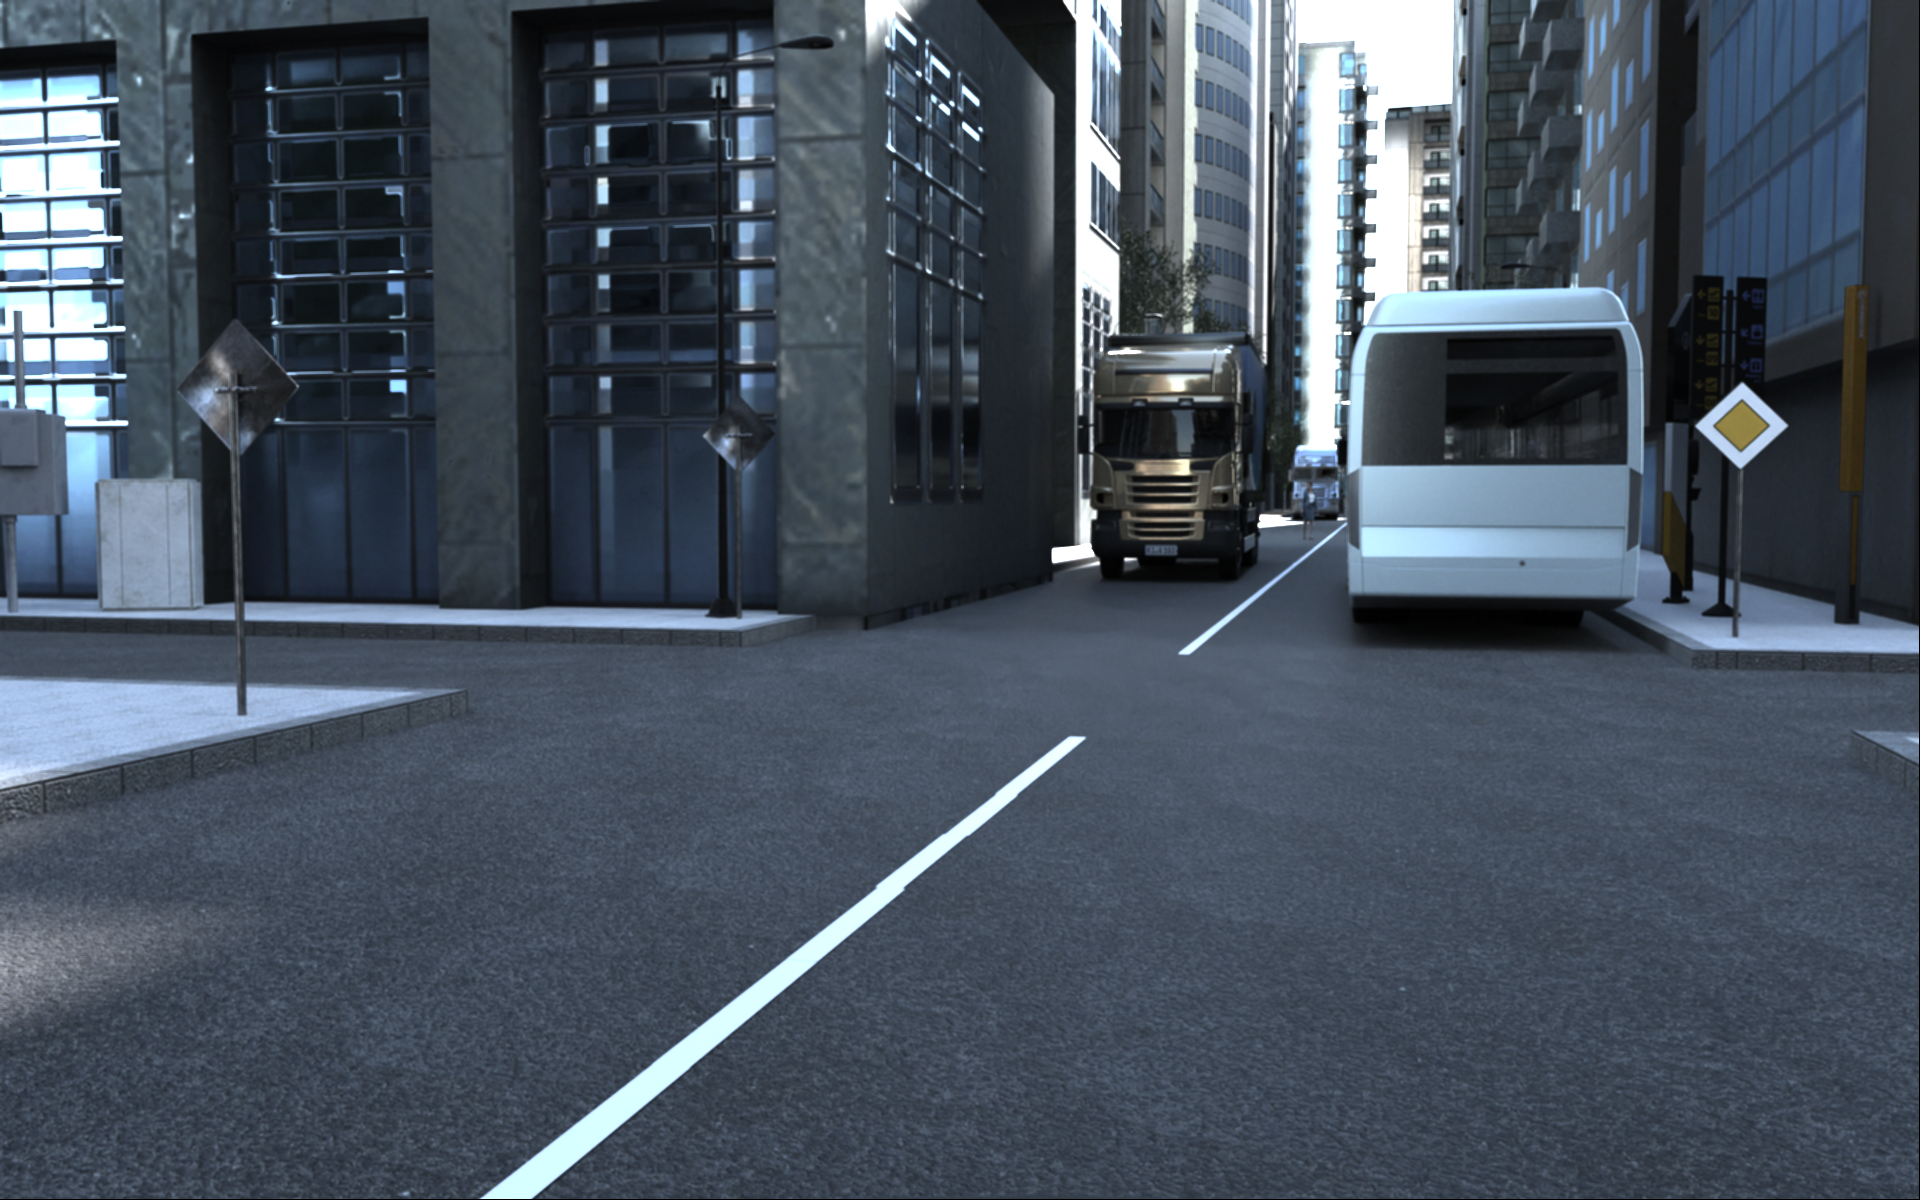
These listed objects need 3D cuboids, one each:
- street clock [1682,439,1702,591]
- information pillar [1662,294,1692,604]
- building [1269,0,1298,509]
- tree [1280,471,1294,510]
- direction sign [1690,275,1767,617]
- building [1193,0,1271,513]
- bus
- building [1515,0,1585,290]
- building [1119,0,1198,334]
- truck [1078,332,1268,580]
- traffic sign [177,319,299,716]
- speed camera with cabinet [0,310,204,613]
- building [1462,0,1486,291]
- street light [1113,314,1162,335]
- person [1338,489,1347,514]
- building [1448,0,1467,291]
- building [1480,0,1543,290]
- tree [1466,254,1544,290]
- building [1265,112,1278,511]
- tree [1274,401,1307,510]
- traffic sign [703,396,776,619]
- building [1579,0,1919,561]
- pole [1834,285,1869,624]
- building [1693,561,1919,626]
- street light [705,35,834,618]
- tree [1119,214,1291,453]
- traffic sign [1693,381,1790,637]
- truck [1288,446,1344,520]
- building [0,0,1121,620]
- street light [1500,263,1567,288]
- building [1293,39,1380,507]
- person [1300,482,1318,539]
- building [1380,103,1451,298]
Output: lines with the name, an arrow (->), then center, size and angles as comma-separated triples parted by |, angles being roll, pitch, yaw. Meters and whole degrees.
street clock -> 9.647, -1.127, 22.998 | 0.358, 2.002, 0.471 | 1, 4, 17
information pillar -> 8.387, -1.768, 20.256 | 0.183, 3.616, 0.504 | 3, 5, 44
building -> 19.389, -43.868, 155.493 | 20.611, 71.187, 20.563 | 1, 4, 14
tree -> 26.596, -8.936, 140.704 | 1.663, 3.219, 1.824 | 0, 3, 0
direction sign -> 8.015, -1.598, 18.127 | 0.876, 3.537, 0.379 | -1, 4, -15
building -> 7.466, -34.509, 106.219 | 21.231, 58.520, 28.212 | 1, 4, 14
bus -> 6.270, -1.666, 22.097 | 2.948, 3.499, 13.247 | 1, 4, 13
building -> 34.322, -27.438, 68.214 | 23.786, 49.044, 30.456 | 1, 4, 14
building -> 2.247, -23.807, 72.845 | 14.154, 41.232, 14.086 | 1, 4, 14
truck -> 4.283, -2.667, 32.511 | 2.839, 4.237, 11.283 | 1, 4, 12
traffic sign -> -4.162, -0.388, 9.985 | 0.795, 2.450, 0.064 | 1, 4, 14
speed camera with cabinet -> -9.488, -1.510, 19.025 | 2.038, 3.252, 0.660 | -1, 4, -13
building -> 44.993, -35.149, 116.691 | 21.231, 58.520, 28.212 | 1, 4, 14
street light -> 4.542, -4.435, 45.049 | 1.470, 5.913, 1.316 | 1, 4, 14
person -> 27.970, -7.253, 127.163 | 0.705, 1.814, 1.350 | -3, 5, -43
building -> 54.796, -33.878, 143.139 | 28.713, 52.752, 27.495 | 1, 4, 14
building -> 36.505, -19.926, 97.497 | 14.160, 30.474, 14.107 | 1, 4, 14
tree -> 17.123, -6.290, 53.196 | 4.360, 8.622, 3.978 | 0, 3, 0
building -> 15.673, -21.735, 127.076 | 14.160, 30.474, 14.107 | 1, 4, 14
tree -> 25.549, -11.395, 136.678 | 4.737, 8.622, 4.395 | 0, 3, 0
traffic sign -> -2.266, -0.862, 17.743 | 0.795, 2.450, 0.064 | 1, 4, 14
building -> 22.703, -23.846, 39.998 | 14.600, 45.320, 14.200 | 1, 4, 14
pole -> 8.777, -1.419, 17.043 | 0.158, 3.312, 0.155 | 0, 3, 0
building -> 17.243, -22.599, 19.605 | 14.200, 45.320, 14.600 | 1, 4, 14
street light -> -1.955, -2.769, 17.813 | 1.470, 5.913, 1.316 | 1, 4, 14
tree -> 6.166, -7.591, 58.529 | 7.601, 10.594, 8.767 | -1, 4, -9
traffic sign -> 6.953, -0.724, 15.476 | 0.795, 2.450, 0.064 | 1, 4, 14
truck -> 21.071, -6.890, 102.410 | 2.967, 4.110, 18.799 | 1, 4, 12
building -> -8.137, -44.071, 33.232 | 22.319, 86.520, 31.000 | 1, 4, 14
street light -> 11.540, -3.809, 34.818 | 1.470, 5.913, 1.316 | 1, 4, 14
building -> 29.084, -34.632, 185.834 | 30.456, 49.044, 23.786 | 1, 4, 14
person -> 11.127, -2.855, 55.195 | 0.581, 1.822, 0.654 | 0, 4, 3
building -> 49.808, -30.099, 175.717 | 14.086, 41.232, 14.154 | 1, 4, 14
